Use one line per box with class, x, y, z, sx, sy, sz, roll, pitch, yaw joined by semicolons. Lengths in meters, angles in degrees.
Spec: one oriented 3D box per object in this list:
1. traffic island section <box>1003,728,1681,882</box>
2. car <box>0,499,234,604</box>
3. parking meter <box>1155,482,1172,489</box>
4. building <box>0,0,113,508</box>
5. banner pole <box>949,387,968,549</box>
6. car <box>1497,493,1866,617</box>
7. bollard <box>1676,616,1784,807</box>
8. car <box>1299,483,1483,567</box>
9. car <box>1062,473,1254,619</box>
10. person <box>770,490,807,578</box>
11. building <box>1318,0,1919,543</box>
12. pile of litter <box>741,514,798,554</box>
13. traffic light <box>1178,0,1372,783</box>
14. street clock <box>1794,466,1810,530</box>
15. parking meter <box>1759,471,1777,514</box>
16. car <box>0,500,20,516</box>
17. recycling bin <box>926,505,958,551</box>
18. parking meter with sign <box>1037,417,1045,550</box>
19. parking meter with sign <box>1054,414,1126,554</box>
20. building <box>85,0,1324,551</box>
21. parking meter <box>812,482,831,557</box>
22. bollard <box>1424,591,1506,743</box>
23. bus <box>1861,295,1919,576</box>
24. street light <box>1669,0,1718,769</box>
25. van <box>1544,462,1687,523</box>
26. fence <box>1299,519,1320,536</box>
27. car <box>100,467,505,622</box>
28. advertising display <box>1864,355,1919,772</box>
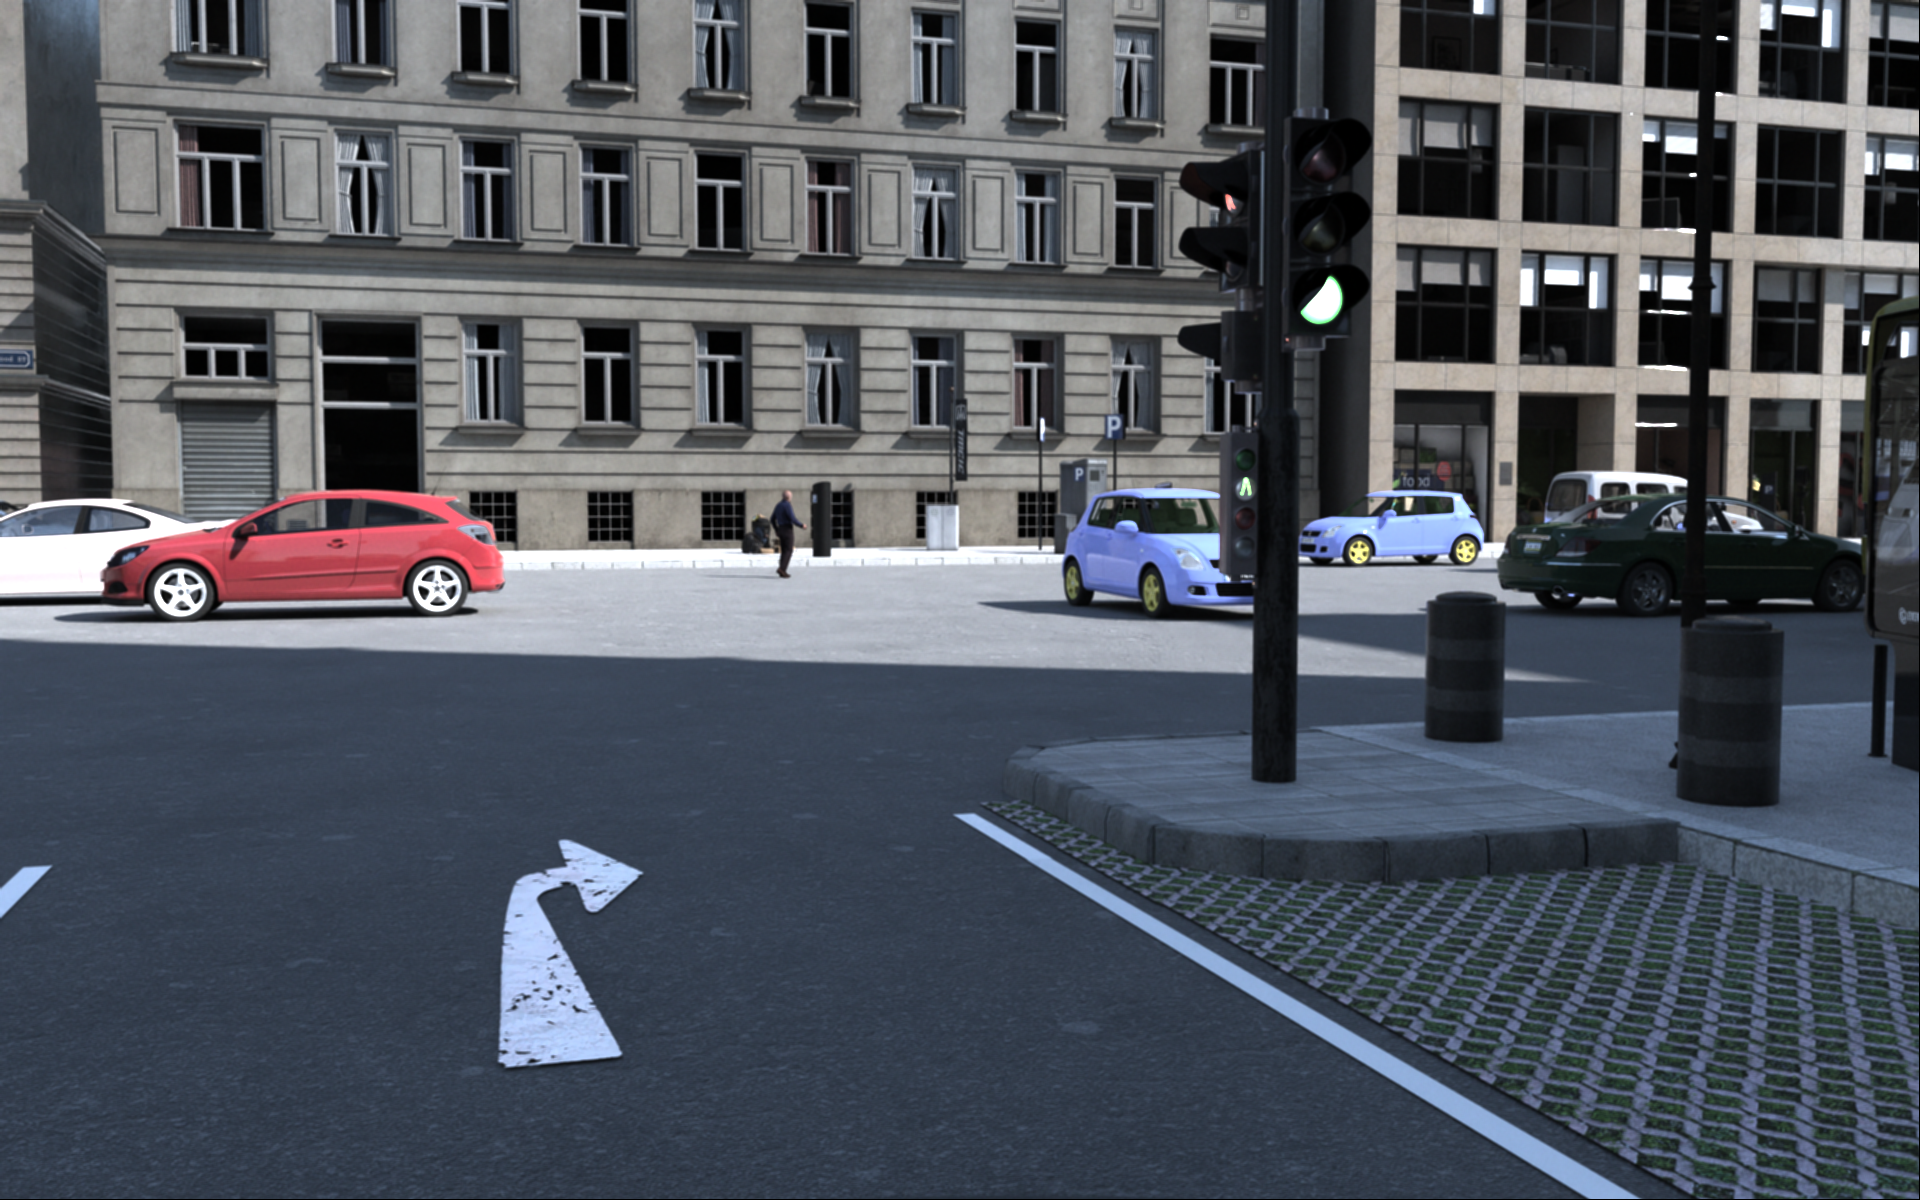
traffic island section;1.419;0.885;7.809;2.009;0.180;2.903;-1;4;-17
car;-11.948;-0.650;22.995;4.827;1.381;2.083;-1;4;-16
parking meter;4.408;-1.784;37.574;0.372;1.533;0.369;0;3;0
building;-37.213;-13.270;36.055;34.723;24.649;14.460;-1;4;-17
banner pole;-0.067;-3.077;40.322;0.401;3.779;0.863;-2;4;-35
car;9.044;-0.583;21.332;4.920;1.459;2.131;-1;4;-17
bollard;3.230;0.455;7.270;0.404;0.777;0.398;0;3;0
car;8.675;-1.558;35.062;3.694;1.707;1.945;-1;4;-16
car;2.628;-0.713;21.242;1.945;1.707;3.694;-1;4;-19
person;-2.925;-1.138;29.802;0.600;1.496;0.574;-1;4;-18
building;23.816;-15.486;57.707;34.151;26.468;19.350;-1;4;-17
pile of litter;-4.093;-1.453;37.724;1.176;0.858;1.719;3;4;36
traffic light;-0.593;-1.973;6.925;4.771;5.953;1.251;-1;4;-17
street clock;21.981;-2.488;45.246;0.358;2.002;0.471;3;5;43
parking meter;20.597;-2.354;44.191;0.399;1.863;0.255;1;4;22
car;-15.216;-0.914;26.943;4.499;1.417;2.014;-1;4;-17
recycling bin;-0.405;-1.637;39.324;0.722;1.027;0.722;0;4;-2
parking meter with sign;2.642;-2.635;39.341;1.738;3.016;0.543;1;4;13
parking meter with sign;2.780;-2.515;37.377;1.738;3.016;0.543;-3;5;-42
building;-6.424;-13.069;46.962;30.059;22.955;16.112;-1;4;-17
parking meter;-2.823;-1.648;35.362;0.372;1.533;0.369;0;3;0
bollard;2.655;0.343;9.106;0.404;0.777;0.398;0;3;0
bus;15.973;-1.696;19.281;12.252;3.916;2.896;-1;4;-16
street light;3.419;-2.150;7.939;0.468;5.910;1.993;-1;4;-17
van;12.936;-1.537;32.145;4.112;2.044;2.013;-1;4;-15
fence;8.545;-1.603;41.587;2.069;0.683;0.278;0;4;5
car;-7.713;-0.701;20.499;4.494;1.783;2.155;-1;4;-17
advertising display;4.475;-0.170;7.996;0.123;1.923;0.974;0;4;2
